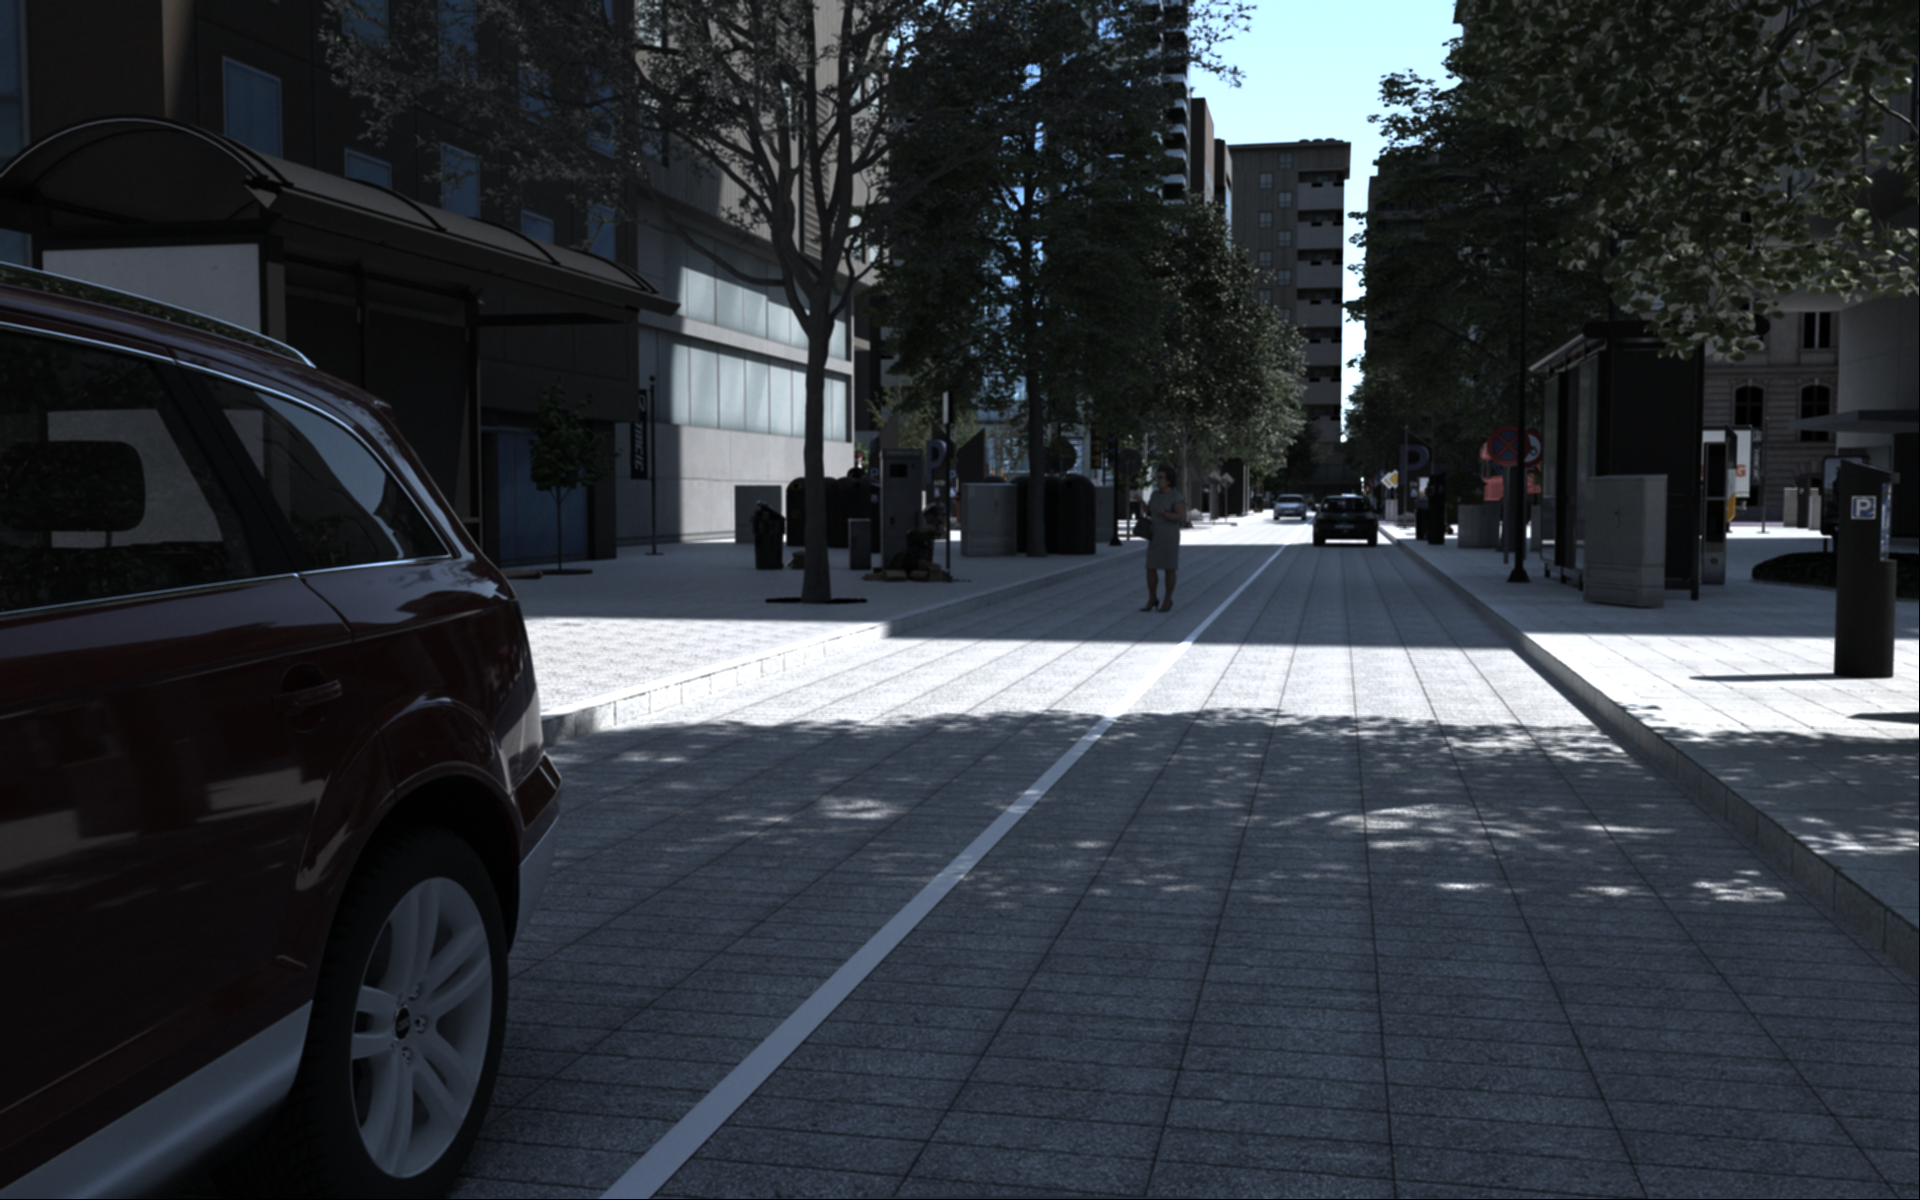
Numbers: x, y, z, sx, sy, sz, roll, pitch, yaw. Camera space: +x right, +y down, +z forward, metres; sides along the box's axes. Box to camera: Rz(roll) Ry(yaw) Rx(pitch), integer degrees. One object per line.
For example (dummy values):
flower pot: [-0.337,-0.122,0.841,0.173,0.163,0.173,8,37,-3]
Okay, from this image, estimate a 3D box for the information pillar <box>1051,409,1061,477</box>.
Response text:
information pillar: [2.609,-3.425,47.351,0.183,3.616,0.504,-1,4,-22]

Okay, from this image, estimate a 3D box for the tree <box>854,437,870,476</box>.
tree: [-5.900,-6.953,97.400,4.285,4.588,4.351,0,3,0]

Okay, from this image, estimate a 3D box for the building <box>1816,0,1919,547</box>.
building: [33.895,-27.265,35.014,28.713,52.752,27.495,1,4,12]

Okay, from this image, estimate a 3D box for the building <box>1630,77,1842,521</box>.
building: [47.916,-16.362,86.610,34.723,24.649,14.460,1,4,12]

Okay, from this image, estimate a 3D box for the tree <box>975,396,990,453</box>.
tree: [0.368,-10.484,121.779,4.737,8.622,4.395,0,3,0]

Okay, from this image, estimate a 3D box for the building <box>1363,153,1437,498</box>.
building: [68.854,-38.168,247.745,21.600,48.544,21.300,1,4,12]

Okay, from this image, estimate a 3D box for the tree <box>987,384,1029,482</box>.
tree: [3.598,-10.190,116.962,4.360,8.622,3.978,0,3,0]

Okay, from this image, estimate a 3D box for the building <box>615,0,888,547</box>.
building: [-18.123,-28.347,52.710,27.495,52.752,28.713,1,4,12]

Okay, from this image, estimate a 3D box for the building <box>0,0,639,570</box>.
building: [-14.642,-23.104,27.855,14.600,45.320,14.200,1,4,12]

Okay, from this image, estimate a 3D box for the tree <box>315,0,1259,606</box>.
tree: [-1.725,-6.719,20.221,12.009,13.543,11.850,0,3,0]

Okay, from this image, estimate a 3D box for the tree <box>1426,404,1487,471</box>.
tree: [33.076,-10.115,115.738,4.737,8.622,4.395,0,3,0]

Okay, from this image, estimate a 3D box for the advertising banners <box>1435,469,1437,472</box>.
advertising banners: [33.838,-7.820,124.047,0.090,3.025,2.074,0,4,-1]

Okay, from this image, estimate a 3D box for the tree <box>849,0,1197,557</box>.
tree: [1.245,-7.137,34.824,7.486,12.596,7.792,0,3,0]

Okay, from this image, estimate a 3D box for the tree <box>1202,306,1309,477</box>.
tree: [18.945,-12.919,117.885,9.857,13.997,8.962,0,3,0]

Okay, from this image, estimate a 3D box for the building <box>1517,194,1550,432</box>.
building: [39.132,-15.659,105.173,9.793,20.994,18.267,1,4,12]

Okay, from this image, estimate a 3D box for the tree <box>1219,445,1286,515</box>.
tree: [17.439,-7.544,107.056,4.285,4.588,4.351,0,3,0]

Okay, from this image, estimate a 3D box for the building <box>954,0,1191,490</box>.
building: [12.466,-52.485,170.800,22.319,86.520,31.000,1,4,12]

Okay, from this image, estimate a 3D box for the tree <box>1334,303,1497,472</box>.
tree: [22.289,-9.086,82.960,7.601,10.594,8.767,0,4,-4]

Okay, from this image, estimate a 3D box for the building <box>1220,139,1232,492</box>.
building: [26.056,-34.576,215.430,14.200,45.320,14.600,1,4,12]

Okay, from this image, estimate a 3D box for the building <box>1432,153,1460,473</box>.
building: [63.537,-31.963,206.193,14.154,41.232,14.086,1,4,12]

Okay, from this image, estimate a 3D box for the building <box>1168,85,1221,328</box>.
building: [20.785,-33.225,193.337,14.600,45.320,14.200,1,4,12]

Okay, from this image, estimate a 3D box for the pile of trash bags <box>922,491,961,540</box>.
pile of trash bags: [-0.889,-2.342,48.038,3.447,1.369,1.912,3,5,42]

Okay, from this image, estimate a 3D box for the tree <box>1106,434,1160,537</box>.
tree: [5.017,-3.498,51.798,1.663,3.219,1.824,0,3,0]

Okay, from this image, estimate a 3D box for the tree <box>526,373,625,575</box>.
tree: [-6.474,-2.027,27.747,1.663,3.219,1.824,0,3,0]

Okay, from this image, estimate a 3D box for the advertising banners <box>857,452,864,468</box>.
advertising banners: [-4.512,-4.587,71.180,0.090,3.025,2.074,2,4,29]

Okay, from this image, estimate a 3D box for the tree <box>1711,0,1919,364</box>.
tree: [5.232,-5.497,8.009,7.486,12.596,7.792,0,3,0]

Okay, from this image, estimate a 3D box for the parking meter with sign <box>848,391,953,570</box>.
parking meter with sign: [-1.016,-2.029,29.432,1.738,3.016,0.543,-1,4,-10]

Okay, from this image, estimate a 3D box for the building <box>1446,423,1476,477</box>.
building: [63.387,-45.831,187.592,20.563,71.187,20.611,1,4,12]

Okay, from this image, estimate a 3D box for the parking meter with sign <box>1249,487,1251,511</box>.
parking meter with sign: [22.197,-8.418,133.893,0.543,3.016,1.738,0,4,-1]

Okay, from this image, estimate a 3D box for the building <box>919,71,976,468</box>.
building: [4.079,-38.105,212.251,27.495,52.752,28.713,1,4,12]

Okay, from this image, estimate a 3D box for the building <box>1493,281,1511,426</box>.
building: [47.751,-19.052,130.588,14.460,24.649,34.723,1,4,12]

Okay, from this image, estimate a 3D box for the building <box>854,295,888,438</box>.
building: [-20.590,-36.522,220.843,21.600,48.544,21.300,1,4,12]

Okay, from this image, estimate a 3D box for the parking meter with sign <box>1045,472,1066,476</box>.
parking meter with sign: [8.173,-9.489,151.400,1.738,3.016,0.543,1,4,20]

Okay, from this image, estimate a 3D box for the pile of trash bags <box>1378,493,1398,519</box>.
pile of trash bags: [22.232,-4.777,87.859,1.912,1.369,3.447,1,4,10]

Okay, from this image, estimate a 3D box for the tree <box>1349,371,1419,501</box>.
tree: [24.401,-9.102,99.179,4.360,8.622,3.978,0,3,0]

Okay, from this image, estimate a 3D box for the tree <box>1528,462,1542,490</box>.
tree: [23.091,-4.459,67.503,1.663,3.219,1.824,0,3,0]

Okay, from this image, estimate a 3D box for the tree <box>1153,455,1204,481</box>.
tree: [12.780,-7.269,102.560,4.285,4.588,4.351,0,3,0]

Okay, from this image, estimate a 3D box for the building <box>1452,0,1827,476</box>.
building: [61.891,-35.128,163.582,28.713,52.752,27.495,1,4,12]

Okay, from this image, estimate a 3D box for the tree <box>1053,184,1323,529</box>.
tree: [8.260,-9.027,64.597,9.611,12.733,9.660,0,3,0]

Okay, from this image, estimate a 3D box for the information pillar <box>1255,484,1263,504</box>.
information pillar: [21.786,-7.425,125.891,0.304,2.012,0.304,-2,4,-27]

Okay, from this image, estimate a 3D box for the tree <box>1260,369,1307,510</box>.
tree: [24.823,-13.238,142.200,9.928,11.665,9.643,0,3,0]

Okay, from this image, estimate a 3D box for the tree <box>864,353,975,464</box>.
tree: [-2.429,-8.402,87.729,4.737,8.622,4.395,0,3,0]

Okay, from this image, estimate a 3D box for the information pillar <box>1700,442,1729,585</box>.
information pillar: [10.693,-1.227,24.557,0.304,2.012,0.304,1,4,18]

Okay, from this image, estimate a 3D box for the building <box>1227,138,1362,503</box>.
building: [45.754,-40.835,256.892,27.495,52.752,28.713,1,4,12]
